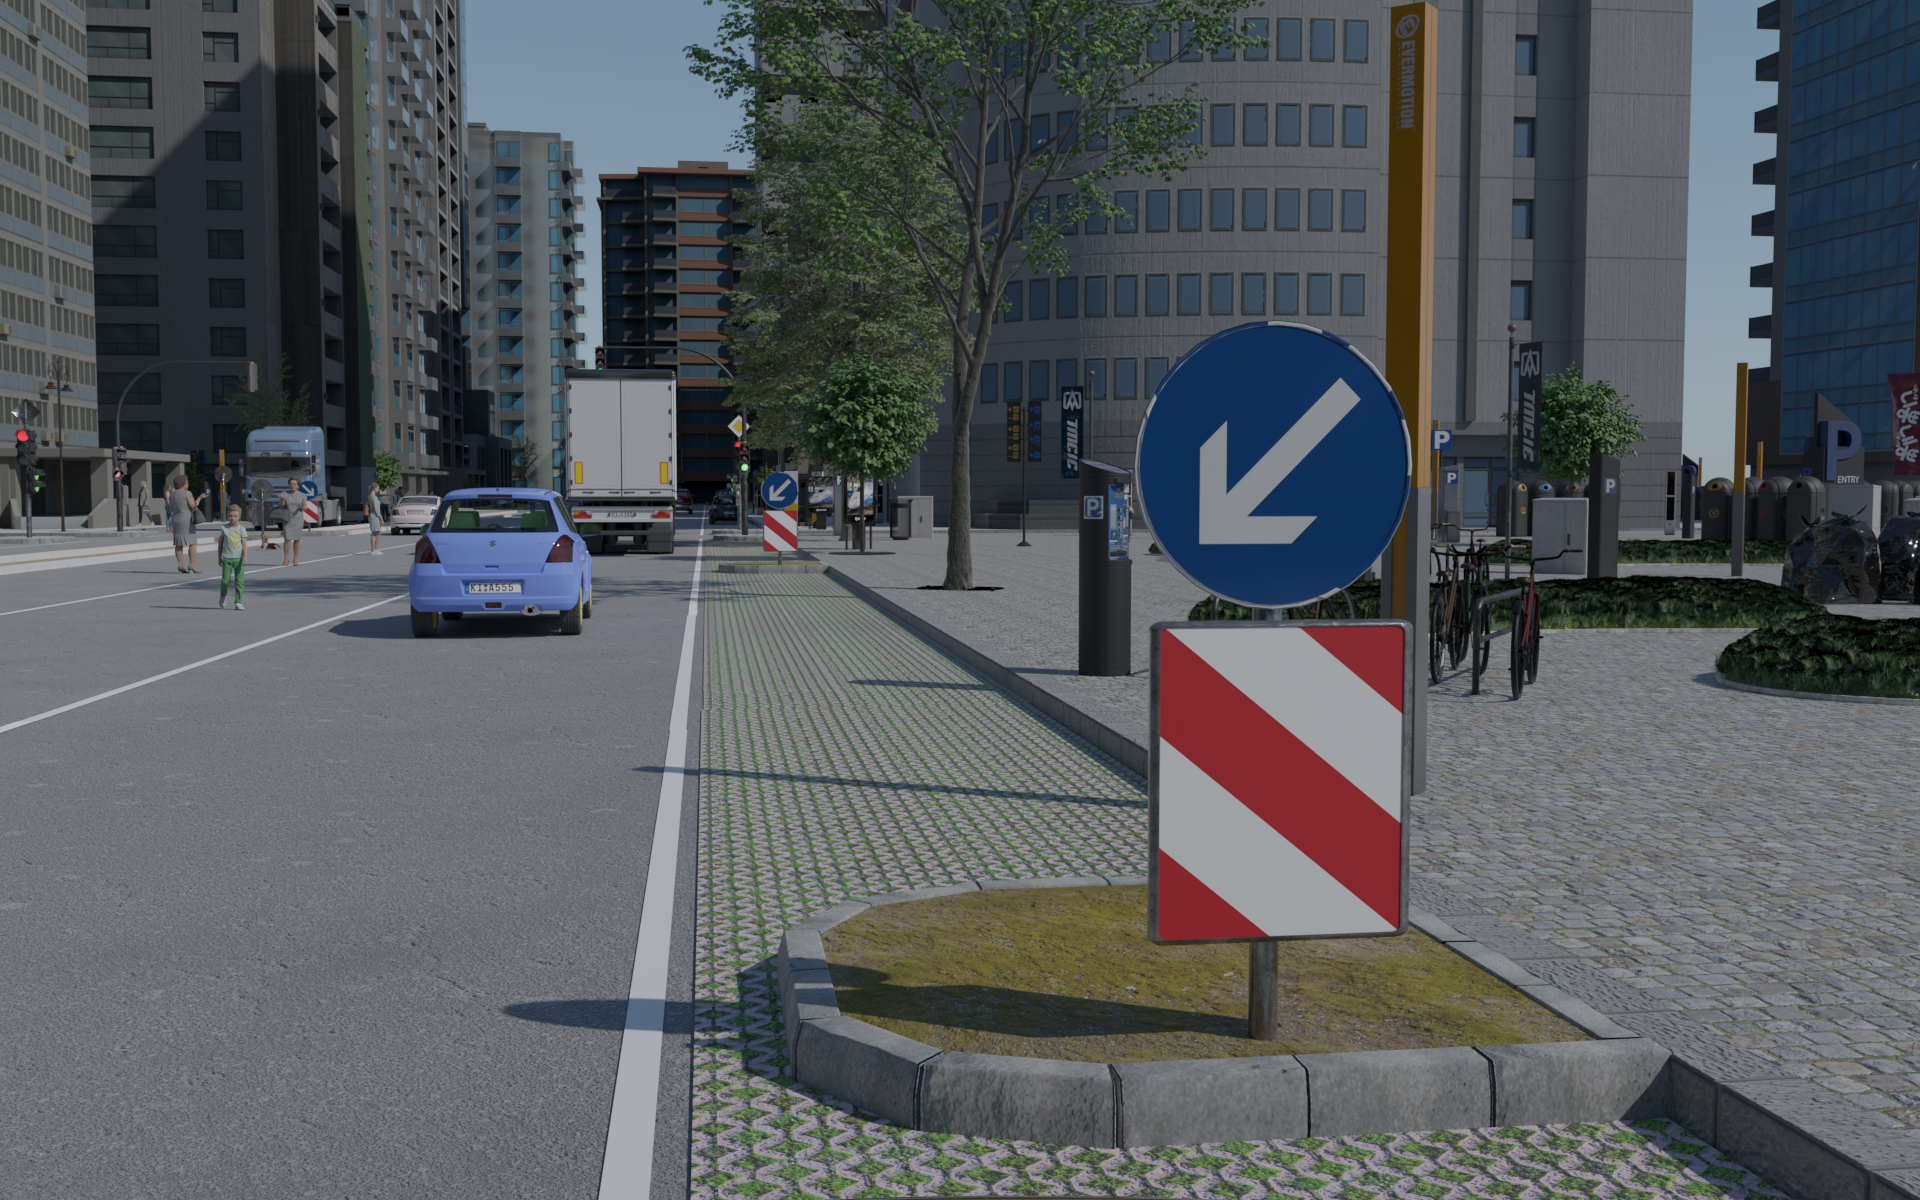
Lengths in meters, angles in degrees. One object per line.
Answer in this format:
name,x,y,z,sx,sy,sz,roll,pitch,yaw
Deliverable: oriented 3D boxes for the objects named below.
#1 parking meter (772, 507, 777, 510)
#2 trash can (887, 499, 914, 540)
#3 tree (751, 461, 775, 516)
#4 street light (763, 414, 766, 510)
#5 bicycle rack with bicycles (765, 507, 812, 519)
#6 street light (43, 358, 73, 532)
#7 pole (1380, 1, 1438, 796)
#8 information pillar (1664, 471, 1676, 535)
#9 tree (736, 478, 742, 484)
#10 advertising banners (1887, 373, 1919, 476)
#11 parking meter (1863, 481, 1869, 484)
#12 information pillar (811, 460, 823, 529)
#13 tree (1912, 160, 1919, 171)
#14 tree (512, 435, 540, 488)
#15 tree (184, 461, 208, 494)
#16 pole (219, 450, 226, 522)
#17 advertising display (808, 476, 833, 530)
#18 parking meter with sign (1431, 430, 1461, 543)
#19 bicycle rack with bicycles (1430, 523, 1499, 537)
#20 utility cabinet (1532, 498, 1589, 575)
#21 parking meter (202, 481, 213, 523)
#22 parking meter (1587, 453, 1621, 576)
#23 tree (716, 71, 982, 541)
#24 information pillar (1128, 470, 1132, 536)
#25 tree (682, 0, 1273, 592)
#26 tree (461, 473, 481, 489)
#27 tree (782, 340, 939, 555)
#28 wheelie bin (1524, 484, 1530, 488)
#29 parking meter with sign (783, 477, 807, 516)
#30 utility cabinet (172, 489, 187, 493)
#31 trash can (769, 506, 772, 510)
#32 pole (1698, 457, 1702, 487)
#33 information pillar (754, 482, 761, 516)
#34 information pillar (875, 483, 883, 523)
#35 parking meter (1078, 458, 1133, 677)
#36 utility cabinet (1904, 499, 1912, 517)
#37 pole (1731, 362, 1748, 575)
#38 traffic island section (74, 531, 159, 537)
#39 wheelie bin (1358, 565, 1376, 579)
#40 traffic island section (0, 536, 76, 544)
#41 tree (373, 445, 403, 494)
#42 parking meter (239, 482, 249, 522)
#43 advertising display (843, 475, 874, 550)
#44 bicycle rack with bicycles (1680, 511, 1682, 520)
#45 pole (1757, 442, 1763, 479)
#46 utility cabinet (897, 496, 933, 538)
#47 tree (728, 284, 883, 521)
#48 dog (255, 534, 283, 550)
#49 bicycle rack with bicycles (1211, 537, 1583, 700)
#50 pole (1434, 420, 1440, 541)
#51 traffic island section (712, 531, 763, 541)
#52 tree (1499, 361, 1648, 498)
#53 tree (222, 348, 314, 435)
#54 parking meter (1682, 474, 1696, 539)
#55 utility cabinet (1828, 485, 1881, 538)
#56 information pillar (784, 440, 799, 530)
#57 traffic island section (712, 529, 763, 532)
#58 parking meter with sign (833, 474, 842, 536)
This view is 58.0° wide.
parking meter,-13.304,-7.066,123.935,0.372,1.533,0.369,0,3,0
trash can,-1.657,-2.241,48.297,0.748,1.137,0.748,0,3,0
tree,-11.359,-6.602,102.540,1.663,3.219,1.824,0,3,0
street light,-10.918,-7.573,96.602,0.468,5.910,1.993,-1,4,-8
bicycle rack with bicycles,-7.989,-4.469,86.446,2.925,0.926,2.852,1,4,22
street light,-30.537,-5.261,58.801,0.468,5.910,1.993,-1,4,-8
pole,1.903,-0.826,7.355,0.158,3.312,0.155,0,3,0
information pillar,22.229,-3.040,54.199,0.304,2.012,0.304,1,4,20
tree,-21.450,-10.849,171.977,1.663,3.219,1.824,0,3,0
advertising banners,14.408,-1.751,24.815,2.074,3.025,0.090,2,4,26
parking meter,37.800,-4.084,72.487,0.399,1.863,0.255,-2,4,-25
information pillar,-5.270,-4.440,63.947,0.504,3.616,0.183,2,4,30
tree,11.731,-4.041,16.434,4.360,8.622,3.978,0,3,0
tree,-52.966,-15.858,209.637,4.737,8.622,4.395,0,3,0
tree,-39.270,-5.700,87.795,1.663,3.219,1.824,0,3,0
pole,-33.874,-5.243,79.559,0.158,3.312,0.155,0,3,0
advertising display,-4.983,-3.488,62.238,0.974,1.923,0.123,0,4,-2
parking meter with sign,13.034,-3.059,46.280,0.543,3.016,1.738,0,4,3
bicycle rack with bicycles,5.285,-0.489,21.372,2.852,0.926,2.925,1,4,13
utility cabinet,9.737,-1.026,27.943,0.306,1.237,1.020,-2,4,-35
parking meter,-33.859,-4.419,77.962,0.255,1.863,0.399,3,5,40
parking meter,9.239,-1.170,24.848,0.399,1.863,0.255,-1,4,-23
tree,-2.646,-7.878,46.935,7.486,12.596,7.792,0,3,0
information pillar,5.066,-2.965,52.962,0.304,2.012,0.304,-1,4,-14
tree,0.158,-5.938,22.847,9.928,11.665,9.643,0,3,0
tree,-45.662,-10.190,161.211,1.663,3.219,1.824,0,3,0
tree,-2.008,-3.255,36.941,4.285,4.588,4.351,0,3,0
wheelie bin,17.534,-2.790,53.524,0.980,1.594,0.693,2,4,32
parking meter with sign,-7.070,-4.919,76.684,0.543,3.016,1.738,3,5,41
utility cabinet,-31.953,-3.811,70.996,0.318,1.500,1.173,-1,4,-10
trash can,-14.373,-7.420,132.967,0.748,1.137,0.748,0,3,0
pole,40.866,-6.229,95.690,0.158,3.312,0.155,0,3,0
information pillar,-12.101,-6.065,103.661,0.304,2.012,0.304,-3,5,-41
information pillar,-3.545,-4.378,76.073,0.304,2.012,0.304,-1,4,-17
parking meter,1.030,-0.238,12.295,0.372,1.533,0.369,0,3,0
utility cabinet,15.072,-0.947,26.637,0.306,1.237,1.020,-2,4,-29
pole,12.132,-2.025,26.946,0.158,3.312,0.155,0,3,0
traffic island section,-28.572,-2.240,58.897,2.009,0.180,2.903,-1,4,-8
wheelie bin,5.282,-0.939,23.261,0.980,1.594,0.693,1,4,16
traffic island section,-27.415,-1.756,50.996,2.009,0.180,2.903,-1,4,-8
tree,-39.156,-8.141,116.813,4.285,4.588,4.351,0,3,0
parking meter,-33.320,-4.581,80.606,0.399,1.863,0.255,-2,4,-23
advertising display,-2.342,-2.133,40.091,0.123,1.923,0.974,3,4,38
bicycle rack with bicycles,31.068,-3.969,78.281,2.925,0.926,2.852,1,4,23
pole,31.126,-4.503,67.463,0.158,3.312,0.155,0,3,0
utility cabinet,-1.309,-2.415,50.639,1.020,1.237,0.306,0,4,4
tree,-5.897,-8.303,70.174,7.601,10.594,8.767,0,4,-4
dog,-17.701,-1.489,44.533,0.748,0.427,0.550,-1,4,-15
bicycle rack with bicycles,3.130,0.066,12.308,2.852,0.926,2.925,2,4,30
pole,13.114,-3.300,47.794,0.158,3.312,0.155,0,3,0
traffic island section,-6.693,-1.941,54.013,2.009,0.180,2.903,-1,4,-8
tree,15.059,-3.594,42.482,4.285,4.588,4.351,0,3,0
tree,-35.157,-8.431,88.206,4.737,8.622,4.395,0,3,0
parking meter,20.984,-2.701,49.870,0.255,1.863,0.399,3,4,38
utility cabinet,21.463,-2.011,41.563,0.318,1.500,1.173,-2,4,-26
information pillar,-6.046,-4.327,62.105,0.504,3.616,0.183,0,4,2
traffic island section,-7.850,-2.424,61.915,2.009,0.180,2.903,-1,4,-8
parking meter with sign,-3.677,-3.494,53.385,0.543,3.016,1.738,0,4,-7
